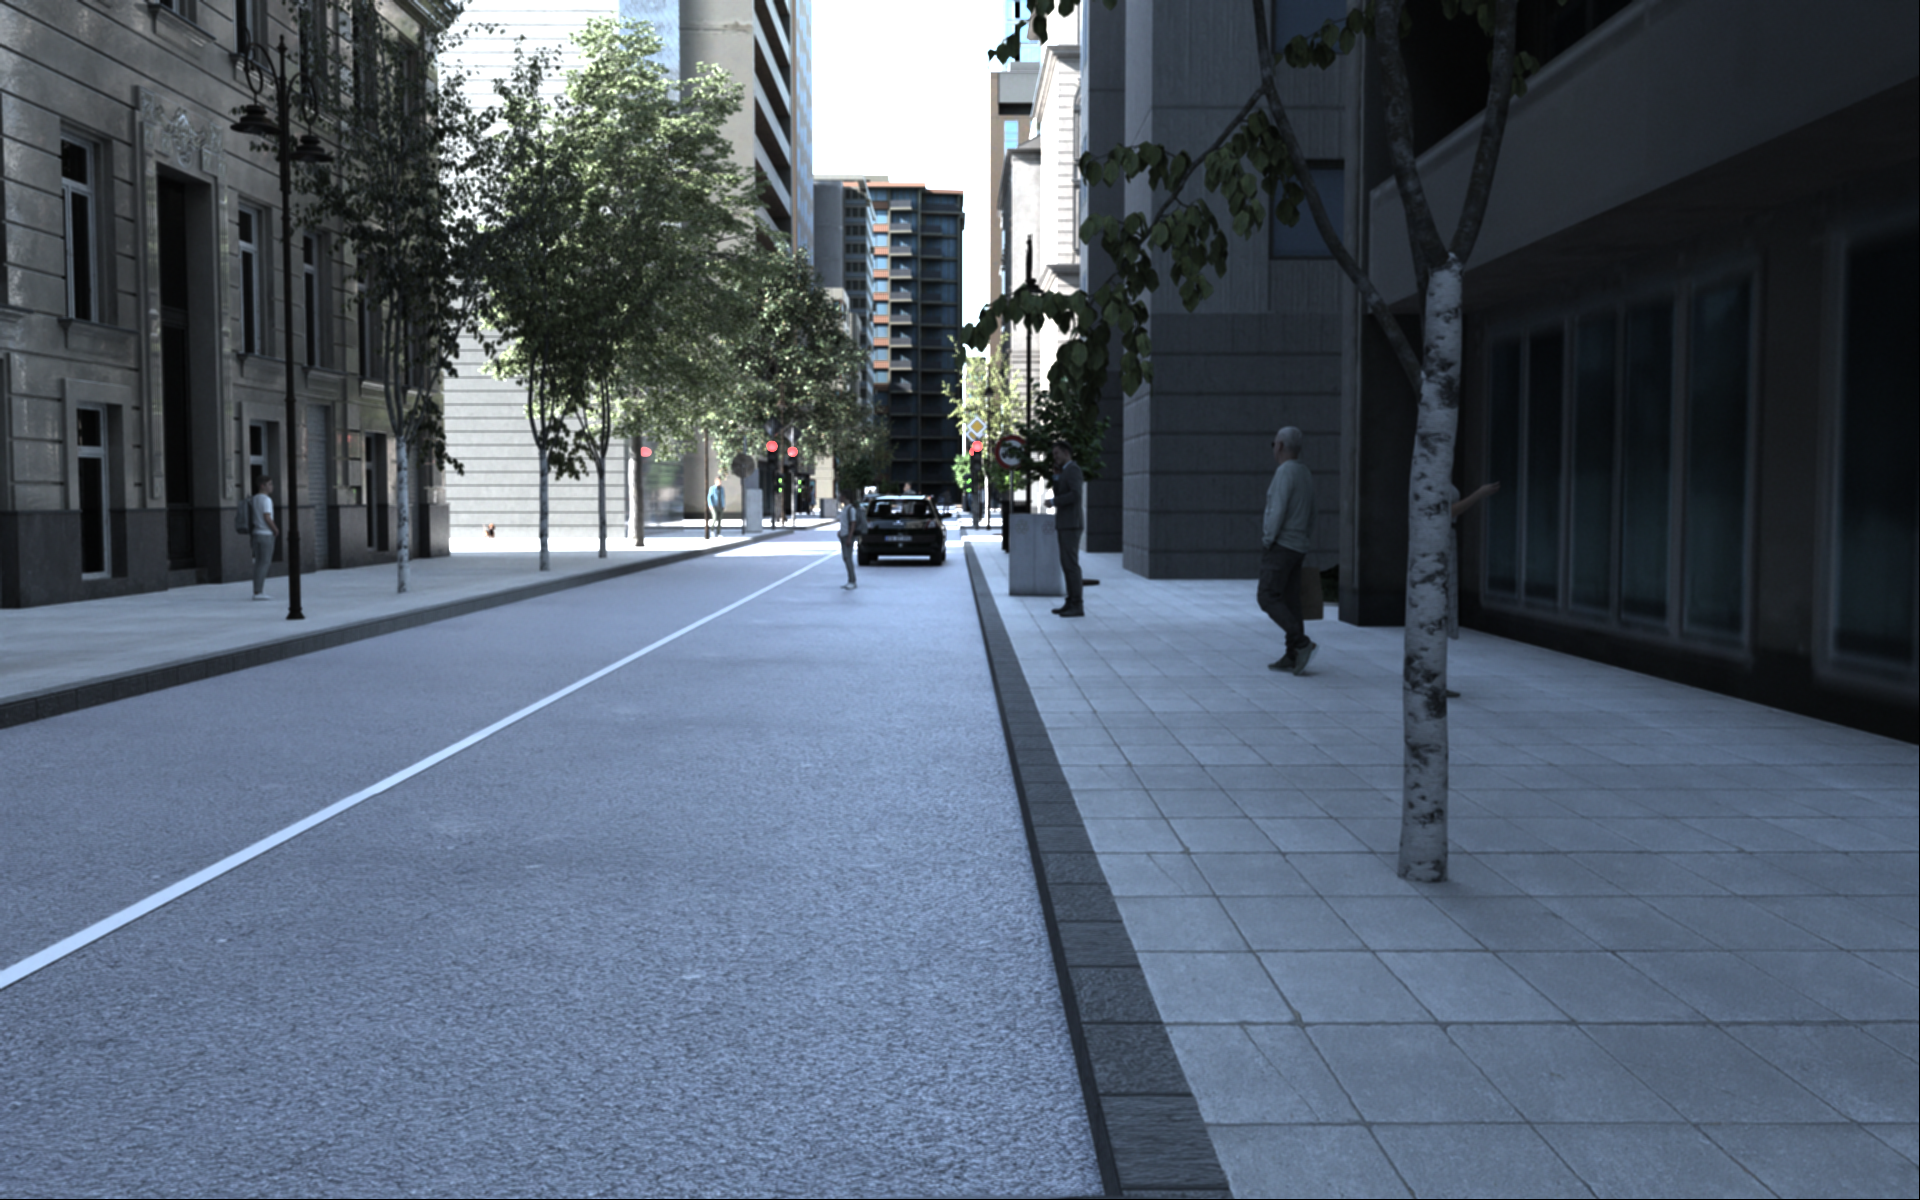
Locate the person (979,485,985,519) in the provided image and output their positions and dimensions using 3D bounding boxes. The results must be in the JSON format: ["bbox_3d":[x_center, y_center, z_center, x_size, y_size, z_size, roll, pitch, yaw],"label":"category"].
[{"bbox_3d":[1.066,-5.156,90.602,0.793,1.790,0.793,1,4,19],"label":"person"}]

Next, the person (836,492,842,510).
[{"bbox_3d":[-9.410,-7.929,135.862,0.590,1.801,0.661,2,4,26],"label":"person"}]

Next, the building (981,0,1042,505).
[{"bbox_3d":[13.595,-54.396,202.050,22.319,86.520,31.000,0,4,0],"label":"building"}]

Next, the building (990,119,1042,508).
[{"bbox_3d":[19.121,-28.746,161.870,32.217,40.220,23.993,0,4,0],"label":"building"}]

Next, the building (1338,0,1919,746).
[{"bbox_3d":[14.549,-23.364,5.707,21.300,48.544,21.600,0,4,0],"label":"building"}]

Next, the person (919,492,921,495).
[{"bbox_3d":[-4.458,-11.303,194.223,0.530,1.710,0.541,0,4,2],"label":"person"}]

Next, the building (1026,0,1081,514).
[{"bbox_3d":[15.009,-17.772,77.959,23.554,28.519,14.401,0,4,0],"label":"building"}]

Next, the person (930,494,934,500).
[{"bbox_3d":[-3.329,-11.987,207.677,0.628,1.438,0.799,-2,4,-31],"label":"person"}]

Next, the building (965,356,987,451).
[{"bbox_3d":[15.214,-24.403,244.020,28.899,21.520,27.650,0,4,0],"label":"building"}]

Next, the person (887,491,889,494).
[{"bbox_3d":[-7.937,-11.394,193.058,0.721,1.735,1.217,0,4,8],"label":"person"}]

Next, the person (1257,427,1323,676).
[{"bbox_3d":[2.448,-0.370,12.578,0.515,1.767,0.782,2,4,30],"label":"person"}]

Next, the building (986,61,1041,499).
[{"bbox_3d":[9.817,-32.454,180.731,14.600,45.320,14.200,0,4,0],"label":"building"}]

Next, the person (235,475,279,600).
[{"bbox_3d":[-8.480,-0.755,20.981,0.503,1.515,0.523,0,4,7],"label":"person"}]

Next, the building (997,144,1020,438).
[{"bbox_3d":[9.808,-21.353,135.025,13.634,28.700,20.117,0,4,0],"label":"building"}]

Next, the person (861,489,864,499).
[{"bbox_3d":[-9.017,-9.490,161.749,0.990,1.755,0.434,2,4,24],"label":"person"}]

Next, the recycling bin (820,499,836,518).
[{"bbox_3d":[-7.053,-4.898,92.639,0.722,1.027,0.722,-1,4,-23],"label":"recycling bin"}]

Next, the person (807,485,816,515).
[{"bbox_3d":[-8.972,-6.008,104.364,0.616,1.811,0.778,-3,5,-40],"label":"person"}]

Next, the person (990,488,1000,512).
[{"bbox_3d":[2.498,-7.054,121.730,0.623,1.781,0.721,-1,4,-20],"label":"person"}]

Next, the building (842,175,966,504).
[{"bbox_3d":[-13.653,-35.809,240.094,28.867,44.769,22.147,0,4,0],"label":"building"}]

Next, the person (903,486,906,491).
[{"bbox_3d":[-2.767,-5.000,90.351,0.850,1.850,0.679,1,4,12],"label":"person"}]

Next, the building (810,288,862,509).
[{"bbox_3d":[-23.640,-19.242,159.640,27.650,21.520,28.899,0,4,0],"label":"building"}]

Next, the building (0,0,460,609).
[{"bbox_3d":[-16.163,-13.807,23.000,12.463,27.353,25.104,0,4,0],"label":"building"}]

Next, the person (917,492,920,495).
[{"bbox_3d":[-4.830,-11.847,202.986,1.217,1.735,0.721,2,4,27],"label":"person"}]

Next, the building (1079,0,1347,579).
[{"bbox_3d":[13.258,-30.351,38.241,21.231,58.520,28.212,0,4,0],"label":"building"}]

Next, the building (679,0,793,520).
[{"bbox_3d":[-20.800,-28.806,94.680,21.300,48.544,21.600,0,4,0],"label":"building"}]

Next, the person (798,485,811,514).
[{"bbox_3d":[-9.846,-6.361,109.962,0.836,1.842,0.656,-1,4,-14],"label":"person"}]

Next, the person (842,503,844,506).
[{"bbox_3d":[-9.463,-8.267,141.699,0.515,1.767,0.782,3,5,42],"label":"person"}]

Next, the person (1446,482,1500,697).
[{"bbox_3d":[3.110,-0.269,11.013,0.524,1.755,0.480,0,4,0],"label":"person"}]

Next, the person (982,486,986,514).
[{"bbox_3d":[1.525,-6.603,114.203,0.583,1.804,0.606,-3,5,-43],"label":"person"}]

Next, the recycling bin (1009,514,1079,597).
[{"bbox_3d":[1.072,-0.581,22.059,0.722,1.027,0.722,1,4,22],"label":"recycling bin"}]

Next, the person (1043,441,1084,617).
[{"bbox_3d":[1.099,-0.763,18.324,0.447,1.846,0.655,0,4,-5],"label":"person"}]

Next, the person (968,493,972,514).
[{"bbox_3d":[0.709,-6.381,110.635,0.793,1.790,0.793,-2,4,-25],"label":"person"}]

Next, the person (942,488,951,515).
[{"bbox_3d":[-0.923,-6.844,120.204,0.655,1.846,0.447,2,4,24],"label":"person"}]

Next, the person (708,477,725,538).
[{"bbox_3d":[-7.073,-2.690,50.371,0.601,1.785,0.444,-3,4,-36],"label":"person"}]

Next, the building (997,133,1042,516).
[{"bbox_3d":[7.162,-15.099,96.013,9.793,20.994,18.267,0,4,0],"label":"building"}]

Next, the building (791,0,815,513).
[{"bbox_3d":[-17.665,-28.779,120.645,14.600,45.320,14.200,0,4,0],"label":"building"}]

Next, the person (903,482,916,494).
[{"bbox_3d":[-1.668,-2.778,54.014,0.767,1.812,0.694,-3,5,-40],"label":"person"}]

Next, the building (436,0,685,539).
[{"bbox_3d":[-24.350,-16.924,54.204,29.804,29.767,11.434,0,4,0],"label":"building"}]

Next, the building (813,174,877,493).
[{"bbox_3d":[-21.964,-31.246,202.748,23.993,40.220,32.217,0,4,0],"label":"building"}]

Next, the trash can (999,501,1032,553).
[{"bbox_3d":[1.220,-1.603,37.861,0.748,1.137,0.748,0,3,0],"label":"trash can"}]
